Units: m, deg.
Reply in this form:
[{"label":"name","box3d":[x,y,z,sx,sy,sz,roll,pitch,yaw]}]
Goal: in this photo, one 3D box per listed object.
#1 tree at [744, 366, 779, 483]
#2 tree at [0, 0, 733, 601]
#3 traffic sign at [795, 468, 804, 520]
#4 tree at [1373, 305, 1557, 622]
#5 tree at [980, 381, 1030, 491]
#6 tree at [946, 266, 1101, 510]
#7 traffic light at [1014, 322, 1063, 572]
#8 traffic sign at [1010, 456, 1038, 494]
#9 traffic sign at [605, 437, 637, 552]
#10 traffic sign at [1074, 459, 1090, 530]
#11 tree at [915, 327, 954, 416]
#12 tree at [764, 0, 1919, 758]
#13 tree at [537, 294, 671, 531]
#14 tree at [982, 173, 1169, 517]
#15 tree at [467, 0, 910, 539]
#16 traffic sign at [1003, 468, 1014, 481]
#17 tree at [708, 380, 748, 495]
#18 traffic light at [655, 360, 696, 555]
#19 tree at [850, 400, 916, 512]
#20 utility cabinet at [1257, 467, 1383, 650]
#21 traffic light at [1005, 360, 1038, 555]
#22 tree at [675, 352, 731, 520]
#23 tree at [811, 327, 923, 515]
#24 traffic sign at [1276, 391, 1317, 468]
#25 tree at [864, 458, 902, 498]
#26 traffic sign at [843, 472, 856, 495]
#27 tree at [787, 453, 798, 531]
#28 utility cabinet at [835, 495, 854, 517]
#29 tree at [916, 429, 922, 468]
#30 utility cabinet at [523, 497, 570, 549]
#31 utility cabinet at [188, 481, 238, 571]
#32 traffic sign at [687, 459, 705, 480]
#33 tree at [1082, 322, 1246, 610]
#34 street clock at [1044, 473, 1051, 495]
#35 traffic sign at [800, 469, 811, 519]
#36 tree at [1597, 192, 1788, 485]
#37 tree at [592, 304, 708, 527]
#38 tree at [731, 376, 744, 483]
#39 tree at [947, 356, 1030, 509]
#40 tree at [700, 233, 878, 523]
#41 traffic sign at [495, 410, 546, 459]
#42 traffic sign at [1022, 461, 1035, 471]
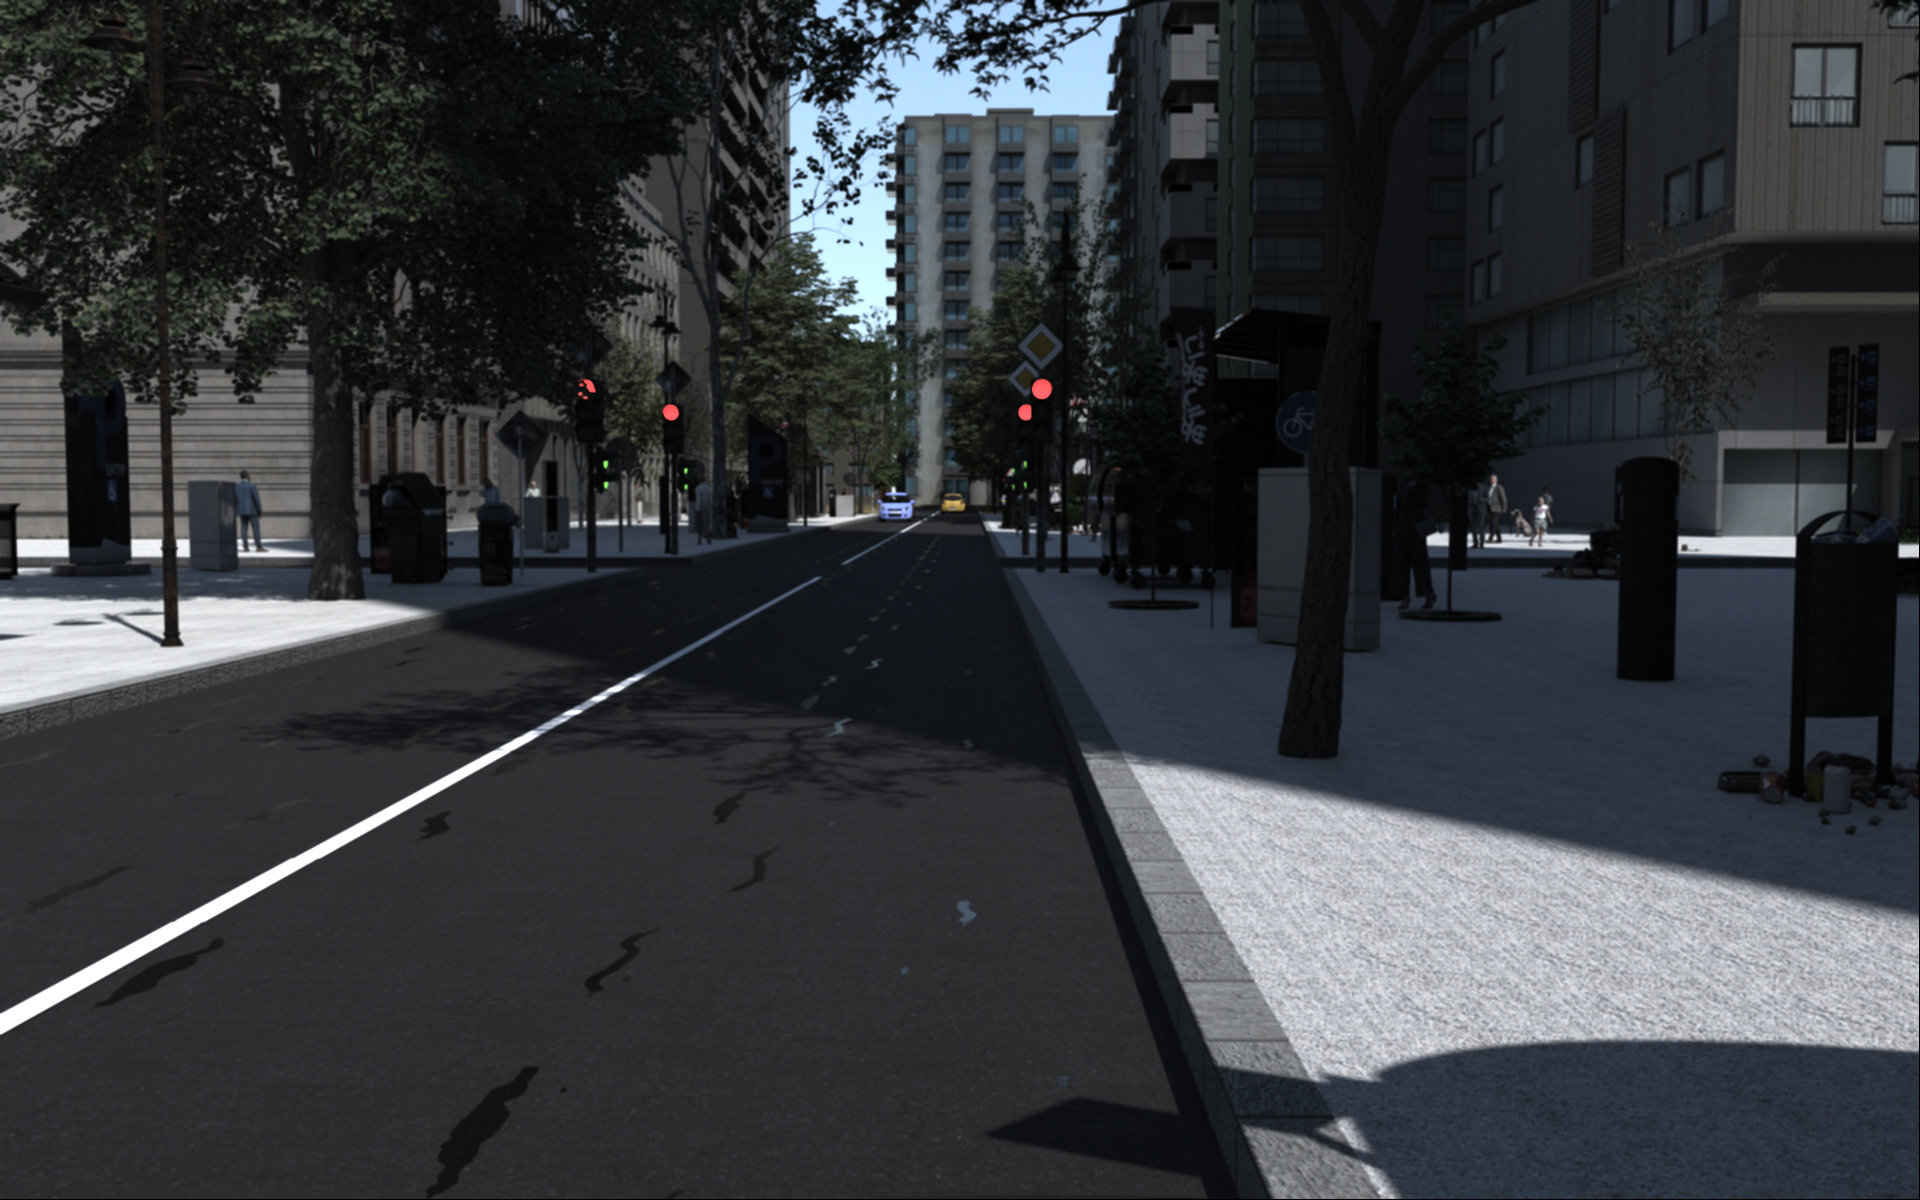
[{"label":"tree","box3d":[-11.904,-8.930,96.373,4.360,8.622,3.978,0,3,0]},{"label":"tree","box3d":[-7.538,-6.984,20.838,9.857,13.997,8.962,0,3,0]},{"label":"traffic sign","box3d":[-8.018,-5.237,85.625,0.884,2.594,0.081,1,4,9]},{"label":"tree","box3d":[5.019,-1.425,17.908,1.663,3.219,1.824,0,3,0]},{"label":"tree","box3d":[2.900,-9.464,105.092,4.360,8.622,3.978,0,3,0]},{"label":"tree","box3d":[3.179,-10.321,86.867,7.486,12.596,7.792,0,3,0]},{"label":"traffic light","box3d":[1.310,-2.415,28.403,0.839,4.253,0.868,0,4,0]},{"label":"traffic sign","box3d":[3.810,-6.076,93.220,2.265,3.308,0.079,0,4,6]},{"label":"traffic sign","box3d":[-7.545,-2.347,38.473,0.768,2.556,0.104,1,4,9]},{"label":"traffic sign","box3d":[4.430,-3.795,62.147,0.768,2.556,0.104,0,4,5]},{"label":"tree","box3d":[-7.692,-19.610,176.504,12.611,20.169,13.585,0,3,0]},{"label":"tree","box3d":[1.873,-4.494,7.894,8.767,10.594,7.601,-2,4,-31]},{"label":"tree","box3d":[-12.862,-6.657,59.203,4.360,8.622,3.978,0,3,0]},{"label":"tree","box3d":[2.610,-5.533,40.822,4.737,8.622,4.395,0,3,0]},{"label":"tree","box3d":[-7.660,-11.715,47.426,12.611,20.169,13.585,0,3,0]},{"label":"traffic sign","box3d":[2.204,-4.390,71.786,0.884,2.594,0.081,0,4,2]},{"label":"tree","box3d":[-14.050,-9.603,107.378,4.737,8.622,4.395,0,3,0]},{"label":"traffic light","box3d":[-6.000,-2.905,36.419,0.839,4.253,0.868,0,4,0]},{"label":"tree","box3d":[-6.047,-10.485,121.787,4.737,8.622,4.395,0,3,0]},{"label":"utility cabinet","box3d":[3.006,-0.357,14.518,0.318,1.500,1.173,-2,4,-32]},{"label":"traffic light","box3d":[1.361,-2.903,36.388,0.839,4.253,0.868,0,4,0]},{"label":"tree","box3d":[-13.696,-8.182,84.139,4.360,8.622,3.978,0,3,0]},{"label":"tree","box3d":[-6.206,-11.177,108.491,9.928,11.665,9.643,0,3,0]},{"label":"traffic sign","box3d":[4.311,-1.311,21.542,0.768,2.556,0.104,1,4,10]},{"label":"tree","box3d":[-6.476,-9.862,144.958,4.285,4.588,4.351,0,3,0]},{"label":"traffic sign","box3d":[-6.410,-6.147,100.615,0.768,2.556,0.104,0,4,8]},{"label":"tree","box3d":[-6.580,-4.042,60.689,1.663,3.219,1.824,0,3,0]},{"label":"utility cabinet","box3d":[-6.438,-5.224,96.582,1.020,1.237,0.306,-1,4,-11]},{"label":"tree","box3d":[-5.515,-12.564,155.786,4.737,8.622,4.395,0,3,0]},{"label":"utility cabinet","box3d":[-9.654,-1.793,40.481,1.020,1.237,0.306,0,4,-7]},{"label":"utility cabinet","box3d":[-12.507,-1.244,29.015,1.173,1.500,0.318,3,5,43]},{"label":"traffic sign","box3d":[-9.737,-3.885,63.618,0.768,2.556,0.104,0,4,5]},{"label":"tree","box3d":[2.115,-1.535,19.703,1.663,3.219,1.824,0,3,0]},{"label":"street clock","box3d":[2.925,-3.392,60.026,0.471,2.002,0.358,0,4,2]},{"label":"traffic sign","box3d":[-8.076,-5.446,89.147,0.768,2.556,0.104,0,4,4]},{"label":"tree","box3d":[18.089,-5.670,43.073,4.360,8.622,3.978,0,3,0]},{"label":"tree","box3d":[-12.609,-7.137,67.058,4.737,8.622,4.395,0,3,0]},{"label":"tree","box3d":[-14.191,-8.599,90.957,4.360,8.622,3.978,0,3,0]},{"label":"tree","box3d":[3.535,-14.852,149.488,9.857,13.997,8.962,0,3,0]},{"label":"tree","box3d":[-7.343,-9.599,75.064,7.486,12.596,7.792,0,3,0]},{"label":"traffic sign","box3d":[-6.865,-1.669,27.019,0.795,2.593,0.064,0,4,1]},{"label":"traffic sign","box3d":[2.481,-3.955,64.763,0.768,2.556,0.104,0,4,5]}]
